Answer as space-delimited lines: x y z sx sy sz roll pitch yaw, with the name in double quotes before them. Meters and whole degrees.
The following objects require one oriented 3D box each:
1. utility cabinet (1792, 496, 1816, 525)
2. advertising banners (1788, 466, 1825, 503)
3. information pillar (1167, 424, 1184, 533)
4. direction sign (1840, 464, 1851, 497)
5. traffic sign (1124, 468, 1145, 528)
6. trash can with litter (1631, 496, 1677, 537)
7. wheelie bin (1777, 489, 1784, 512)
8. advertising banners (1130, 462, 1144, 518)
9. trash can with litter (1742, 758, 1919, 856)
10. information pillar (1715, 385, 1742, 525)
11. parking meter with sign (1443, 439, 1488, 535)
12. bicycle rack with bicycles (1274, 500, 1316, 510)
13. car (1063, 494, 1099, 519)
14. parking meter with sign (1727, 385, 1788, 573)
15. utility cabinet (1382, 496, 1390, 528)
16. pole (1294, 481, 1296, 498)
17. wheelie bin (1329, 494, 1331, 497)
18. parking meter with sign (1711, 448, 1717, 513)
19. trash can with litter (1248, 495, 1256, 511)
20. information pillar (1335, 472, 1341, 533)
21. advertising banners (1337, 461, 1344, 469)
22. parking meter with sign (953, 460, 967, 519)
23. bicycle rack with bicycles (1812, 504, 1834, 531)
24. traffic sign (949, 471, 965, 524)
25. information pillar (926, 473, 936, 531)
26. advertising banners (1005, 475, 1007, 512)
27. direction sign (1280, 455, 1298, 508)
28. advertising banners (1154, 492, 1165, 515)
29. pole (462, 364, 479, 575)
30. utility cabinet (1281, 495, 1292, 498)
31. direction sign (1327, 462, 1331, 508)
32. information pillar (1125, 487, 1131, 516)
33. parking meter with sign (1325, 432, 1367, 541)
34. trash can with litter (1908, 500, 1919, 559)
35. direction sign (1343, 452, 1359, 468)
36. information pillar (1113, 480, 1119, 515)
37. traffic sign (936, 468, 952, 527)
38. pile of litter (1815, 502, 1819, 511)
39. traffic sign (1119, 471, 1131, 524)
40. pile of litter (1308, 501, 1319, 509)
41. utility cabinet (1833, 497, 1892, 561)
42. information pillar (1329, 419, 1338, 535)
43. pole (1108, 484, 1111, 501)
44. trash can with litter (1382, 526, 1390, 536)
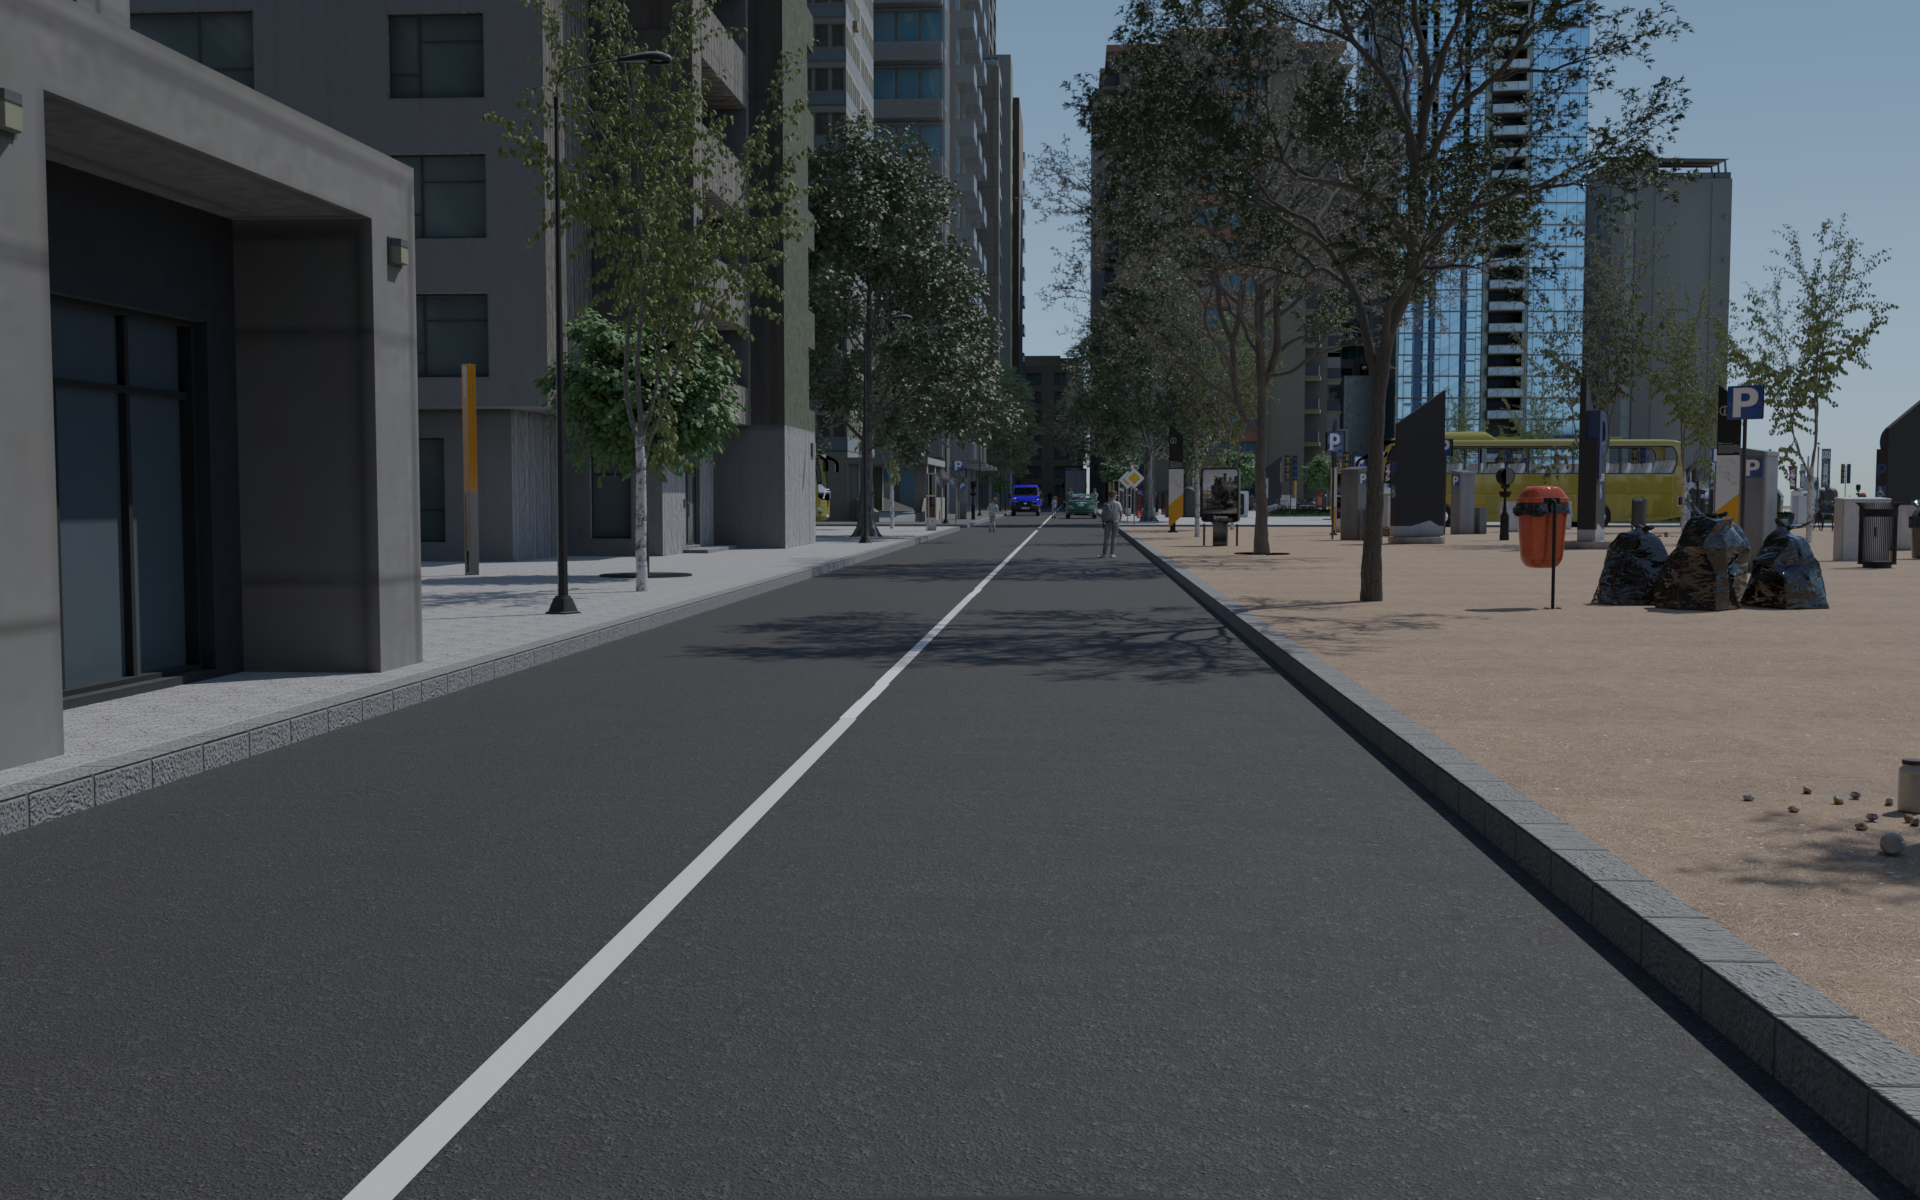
"utility cabinet" 35.489 -3.774 72.870 1.020 1.237 0.306 -1 4 -23
"advertising banners" 51.932 -6.737 106.341 2.074 3.025 0.090 2 4 34
"information pillar" 7.183 -4.058 57.696 0.504 3.616 0.183 1 4 11
"direction sign" 66.333 -8.426 129.765 0.379 3.537 0.876 -1 4 -21
"traffic sign" 6.676 -3.838 66.392 0.795 2.450 0.064 0 4 4
"trash can with litter" 20.659 -2.487 51.717 2.233 1.210 1.678 -1 4 -22
"wheelie bin" 47.396 -5.666 100.550 0.693 1.594 0.980 3 5 41
"advertising banners" 9.526 -5.851 91.844 0.090 3.025 2.074 3 4 36
"trash can with litter" 3.758 0.300 6.156 1.678 1.210 2.233 1 4 22
"information pillar" 16.411 -2.793 37.028 0.504 3.616 0.183 2 4 26
"parking meter with sign" 16.035 -3.600 55.122 1.738 3.016 0.543 -2 4 -30
"bicycle rack with bicycles" 19.828 -5.516 103.575 2.852 0.926 2.925 3 5 45
"car" 7.143 -5.516 101.982 2.131 1.459 4.920 0 4 4
"parking meter with sign" 13.151 -1.969 28.454 0.543 3.016 1.738 3 5 42
"utility cabinet" 15.263 -3.053 61.074 1.020 1.237 0.306 -3 4 -39
"pole" 25.729 -8.511 132.994 0.158 3.312 0.155 0 3 0
"wheelie bin" 22.344 -5.788 102.534 0.980 1.594 0.693 2 4 28
"parking meter with sign" 28.367 -4.186 64.706 0.543 3.016 1.738 1 4 21
"trash can with litter" 22.029 -7.329 130.880 1.678 1.210 2.233 0 4 -7
"information pillar" 12.699 -3.258 57.756 0.304 2.012 0.304 1 4 18
"advertising banners" 20.377 -5.713 89.588 2.074 3.025 0.090 1 4 8
"parking meter with sign" 0.041 -5.662 88.827 0.543 3.016 1.738 -1 4 -10
"bicycle rack with bicycles" 30.929 -2.853 60.036 2.852 0.926 2.925 1 4 17
"traffic sign" -0.179 -4.356 74.862 0.795 2.450 0.064 0 4 4
"information pillar" -1.009 -3.435 60.649 0.304 2.012 0.304 -1 4 -16
"advertising banners" 3.330 -7.965 126.409 0.090 3.025 2.074 0 3 0
"direction sign" 19.323 -6.677 101.167 0.876 3.537 0.379 -2 4 -23
"advertising banners" 12.559 -6.769 106.868 0.090 3.025 2.074 -2 4 -30
"pole" -7.719 -2.046 27.297 0.158 3.312 0.155 0 3 0
"utility cabinet" 24.505 -7.310 130.680 1.020 1.237 0.306 0 4 6
"direction sign" 26.256 -8.026 123.214 0.379 3.537 0.876 2 4 28
"information pillar" 9.818 -5.912 101.146 0.304 2.012 0.304 -1 4 -11
"parking meter with sign" 10.963 -3.176 48.185 0.543 3.016 1.738 -2 4 -31
"trash can with litter" 19.212 -1.384 34.012 0.624 1.170 1.055 -2 4 -27
"direction sign" 20.967 -6.180 93.034 0.876 3.537 0.379 -1 4 -10
"information pillar" 8.119 -5.225 89.916 0.304 2.012 0.304 0 4 8
"traffic sign" -0.702 -3.869 66.894 0.795 2.450 0.064 0 4 4
"pile of litter" 51.119 -5.515 104.127 1.176 0.858 1.719 3 5 42
"traffic sign" 7.198 -4.325 74.360 0.795 2.450 0.064 0 4 4
"pile of litter" 21.928 -5.700 107.162 1.176 0.858 1.719 -3 4 -37
"utility cabinet" 17.405 -1.361 33.414 1.020 1.237 0.306 -1 4 -9
"information pillar" 11.645 -3.829 53.964 0.183 3.616 0.504 0 4 1
"pole" 12.484 -9.226 144.695 0.158 3.312 0.155 0 3 0
"trash can with litter" 13.169 -2.513 52.478 0.624 1.170 1.055 -3 5 -45
